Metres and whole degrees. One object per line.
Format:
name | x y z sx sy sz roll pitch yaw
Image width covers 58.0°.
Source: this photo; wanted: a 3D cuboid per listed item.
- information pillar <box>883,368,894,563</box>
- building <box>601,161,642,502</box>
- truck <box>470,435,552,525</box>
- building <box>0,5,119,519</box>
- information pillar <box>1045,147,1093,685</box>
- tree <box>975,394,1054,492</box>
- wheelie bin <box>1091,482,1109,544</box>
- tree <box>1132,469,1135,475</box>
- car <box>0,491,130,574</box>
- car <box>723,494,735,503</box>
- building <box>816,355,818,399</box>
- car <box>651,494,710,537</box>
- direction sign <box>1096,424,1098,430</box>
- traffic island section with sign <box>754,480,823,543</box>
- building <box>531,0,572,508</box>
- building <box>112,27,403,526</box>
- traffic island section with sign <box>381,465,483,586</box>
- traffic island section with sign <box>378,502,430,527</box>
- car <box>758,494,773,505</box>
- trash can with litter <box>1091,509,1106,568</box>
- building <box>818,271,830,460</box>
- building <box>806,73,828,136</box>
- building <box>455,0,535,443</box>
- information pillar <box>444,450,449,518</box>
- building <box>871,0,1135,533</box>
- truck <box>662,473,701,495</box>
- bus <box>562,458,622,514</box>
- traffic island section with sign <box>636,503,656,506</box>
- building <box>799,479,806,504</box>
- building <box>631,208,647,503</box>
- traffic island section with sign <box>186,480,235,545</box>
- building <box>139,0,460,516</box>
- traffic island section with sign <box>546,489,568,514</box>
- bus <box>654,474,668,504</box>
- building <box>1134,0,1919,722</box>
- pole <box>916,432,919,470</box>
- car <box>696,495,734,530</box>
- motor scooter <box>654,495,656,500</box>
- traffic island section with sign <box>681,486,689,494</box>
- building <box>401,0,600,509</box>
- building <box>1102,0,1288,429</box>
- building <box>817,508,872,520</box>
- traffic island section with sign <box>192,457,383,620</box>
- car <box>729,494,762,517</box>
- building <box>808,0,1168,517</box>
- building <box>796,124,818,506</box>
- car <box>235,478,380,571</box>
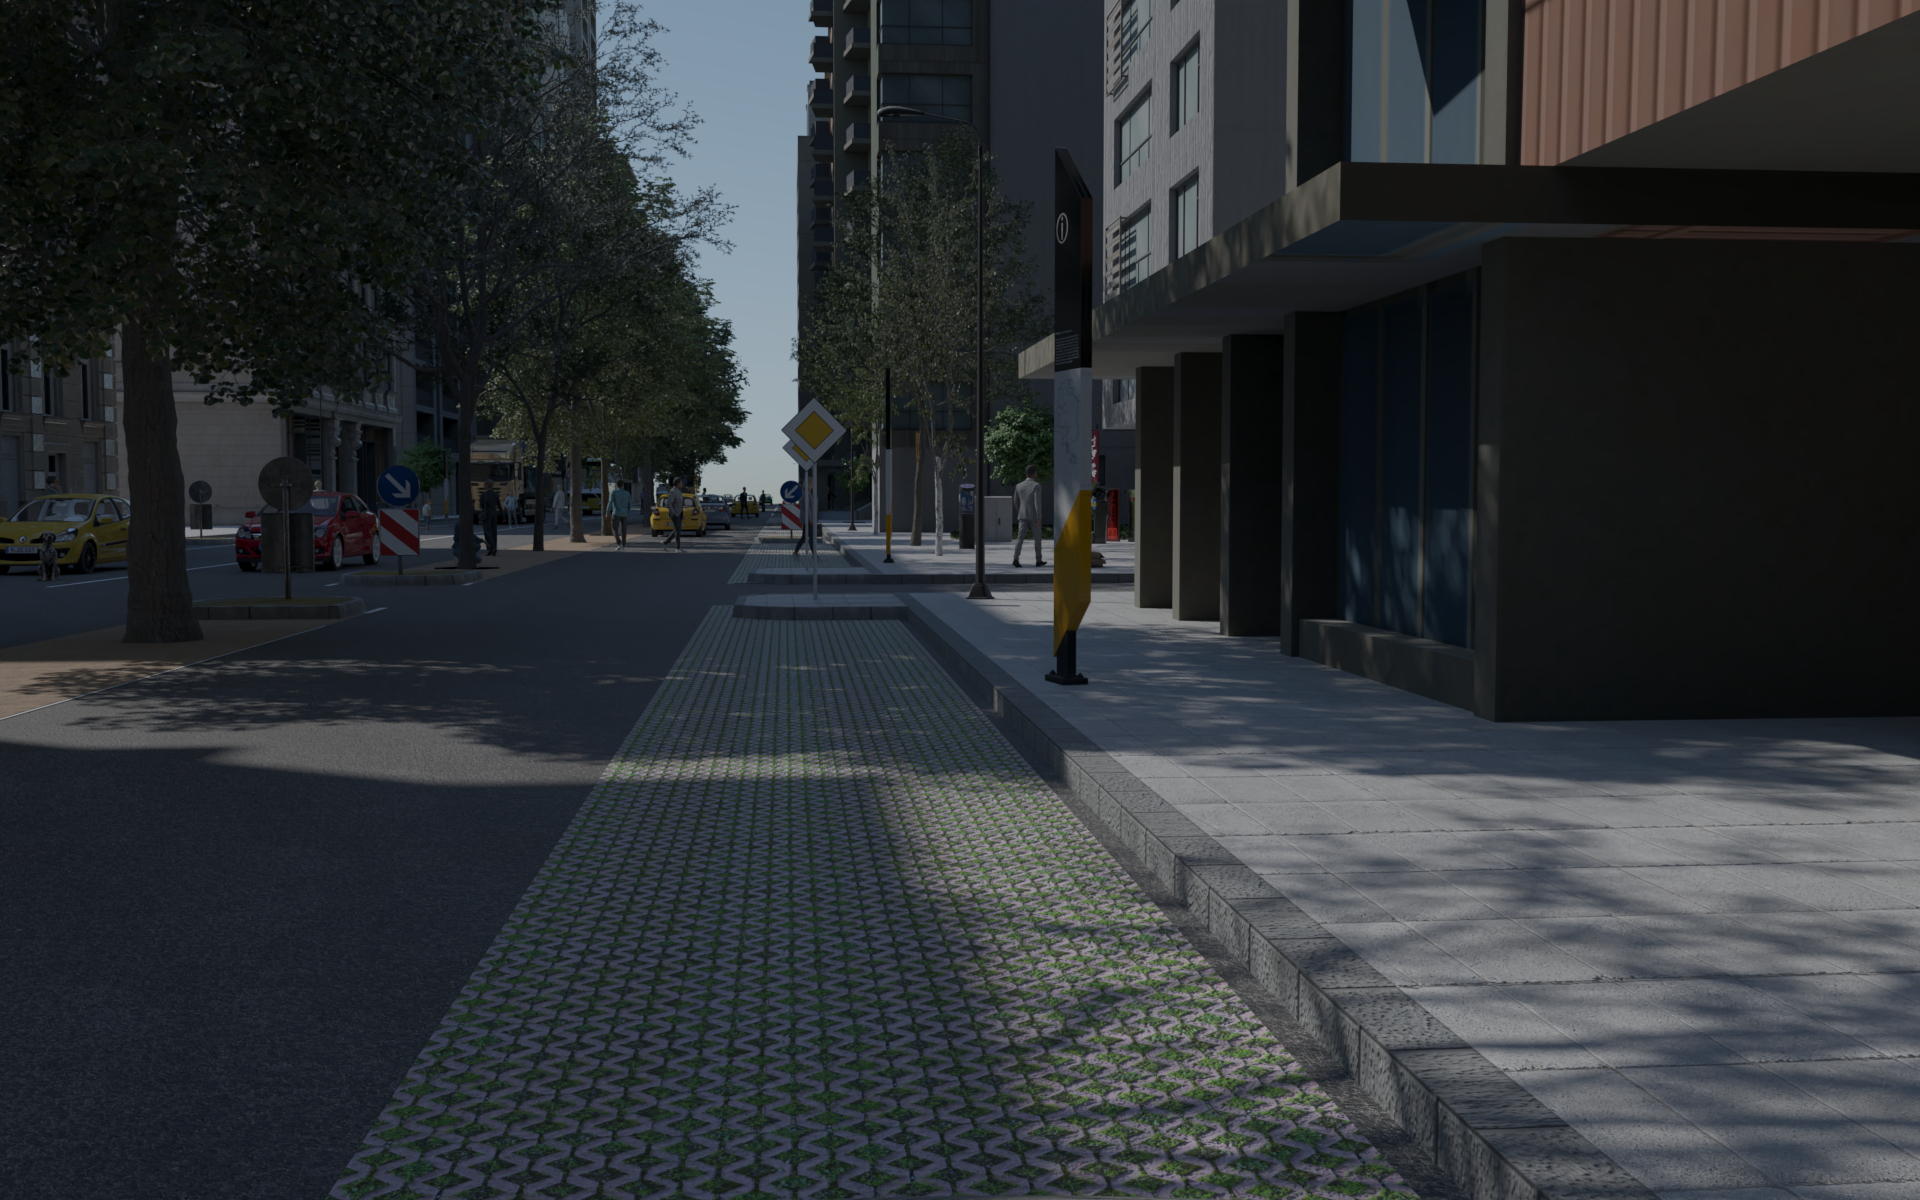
information pillar | -1.329 -2.508 32.353 0.183 3.616 0.504 0 4 1
building | -52.184 -34.495 218.619 22.147 44.769 28.867 0 4 -6
truck | -22.080 -5.860 84.725 2.839 4.237 11.283 0 4 -4
building | -29.091 -14.705 37.694 12.463 27.353 25.104 0 4 -6
information pillar | 0.749 -1.238 11.601 0.183 3.616 0.504 -1 4 -18
tree | 2.160 -4.409 55.809 4.285 4.588 4.351 0 3 0
wheelie bin | 3.502 -2.259 44.844 0.693 1.594 0.980 -1 4 -8
tree | 6.243 -3.810 56.902 1.663 3.219 1.824 0 3 0
car | -16.541 -1.341 32.151 2.015 1.641 3.980 0 4 -5
car | -33.729 -14.793 251.644 2.009 1.686 4.222 0 4 -7
building | 0.194 -19.681 166.820 27.650 21.520 28.899 0 4 -6
car | -9.582 -2.993 59.165 2.015 1.641 3.980 0 4 -5
direction sign | 4.472 -3.950 56.579 0.379 3.537 0.876 0 4 2
traffic island section with sign | -5.055 -2.582 50.848 1.989 1.847 2.006 0 4 -6
building | -48.090 -34.166 147.858 28.713 52.752 27.495 0 4 -6
building | -31.976 -13.438 70.623 10.553 20.767 40.483 0 4 -6
traffic island section with sign | -8.900 -1.211 27.930 2.006 1.907 1.989 0 4 -6
traffic island section with sign | -24.568 -4.154 76.549 1.989 1.847 2.006 0 4 -6
car | -25.002 -13.089 222.804 1.959 1.807 4.718 0 4 -5
trash can with litter | 2.254 -1.174 30.585 0.624 1.170 1.055 -2 4 -25
building | -4.802 -22.788 144.284 14.160 30.474 14.107 0 4 -6
building | -11.370 -43.232 248.838 21.231 58.520 28.212 0 4 -6
building | -39.467 -27.193 128.195 14.154 41.232 14.086 0 4 -6
information pillar | -27.634 -6.225 93.139 0.183 3.616 0.504 0 4 -3
building | 3.614 -17.896 64.306 14.160 30.474 14.107 0 4 -6
truck | -25.327 -9.961 158.780 3.469 3.379 9.791 0 4 -6
bus | -25.156 -7.815 119.325 2.896 3.916 12.252 0 4 -5
traffic island section with sign | -37.797 -12.167 207.559 1.989 1.847 2.006 0 4 -6
building | -2.671 -31.207 202.114 32.217 40.220 23.993 0 4 -6
building | -50.828 -34.063 240.527 14.154 41.232 14.086 0 4 -6
traffic island section with sign | -21.832 -2.499 49.487 1.989 1.847 2.006 0 4 -6
building | -41.122 -41.052 109.455 20.563 71.187 20.611 0 4 -6
traffic island section with sign | -29.504 -7.148 125.498 1.989 1.847 2.006 0 4 -6
bus | -34.229 -13.053 204.957 2.896 3.916 12.252 0 4 -4
building | 12.817 -21.545 6.885 22.147 44.769 28.867 0 4 -6
pole | -1.372 -3.879 57.258 0.158 3.312 0.155 0 3 0
car | -10.140 -3.542 69.921 2.014 1.417 4.499 0 4 -7
motor scooter | -39.690 -12.911 223.868 0.815 1.314 1.986 0 4 -7
traffic island section with sign | -16.463 -5.783 102.689 2.006 1.907 1.989 0 4 -6
building | -48.855 -46.147 192.761 20.563 71.187 20.611 0 4 -6
building | 11.038 -21.526 35.540 14.086 41.232 14.154 0 4 -6
building | 8.139 -24.531 92.966 32.217 40.220 23.993 0 4 -6
traffic island section with sign | -8.165 -0.760 20.560 2.006 1.907 1.989 0 4 -6
car | -13.357 -5.961 107.691 2.015 1.641 3.980 0 4 -6
building | 0.492 -28.636 122.825 22.147 44.769 28.867 0 4 -6
building | -10.289 -36.732 224.266 21.300 48.544 21.600 0 4 -6
car | -12.630 -1.507 33.672 2.155 1.783 4.494 0 4 -4
